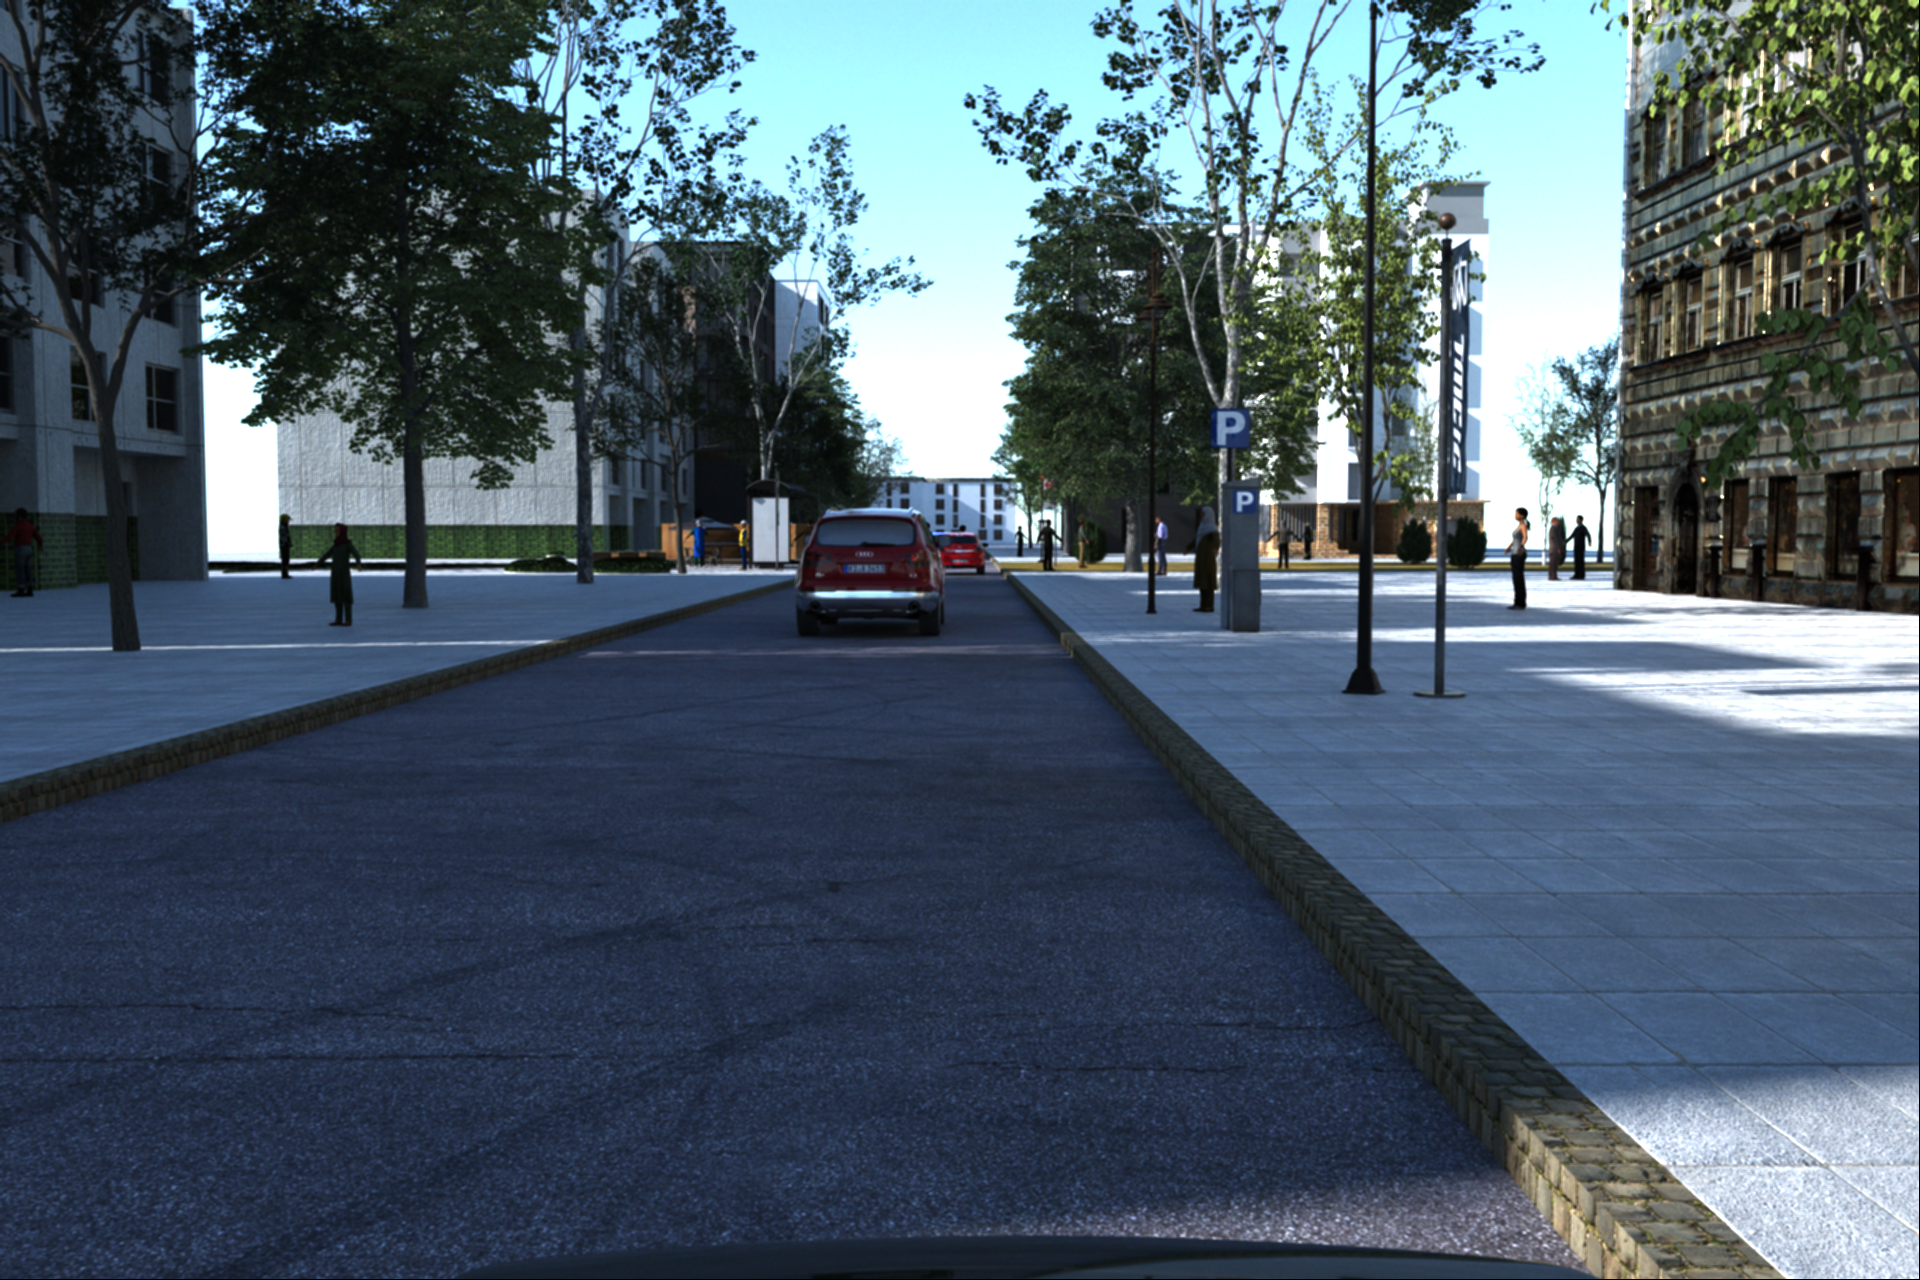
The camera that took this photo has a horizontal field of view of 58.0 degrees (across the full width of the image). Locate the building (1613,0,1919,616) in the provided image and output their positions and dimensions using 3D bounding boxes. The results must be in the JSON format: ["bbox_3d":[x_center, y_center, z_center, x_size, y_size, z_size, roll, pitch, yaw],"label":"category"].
[{"bbox_3d":[24.240,-12.178,30.040,19.493,23.208,18.063,0,4,0],"label":"building"}]

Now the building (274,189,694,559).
[{"bbox_3d":[-26.870,-14.574,104.750,16.747,18.905,31.486,0,4,0],"label":"building"}]

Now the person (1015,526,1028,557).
[{"bbox_3d":[3.388,-5.424,95.395,0.721,1.740,1.216,2,4,34],"label":"person"}]

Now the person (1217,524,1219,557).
[{"bbox_3d":[14.229,-5.468,95.340,0.705,1.837,1.347,-2,4,-23],"label":"person"}]

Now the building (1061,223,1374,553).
[{"bbox_3d":[21.424,-17.510,130.256,27.936,21.610,32.646,0,4,0],"label":"building"}]

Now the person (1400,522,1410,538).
[{"bbox_3d":[21.390,-4.716,82.879,0.705,1.858,1.354,2,4,32],"label":"person"}]

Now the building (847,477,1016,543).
[{"bbox_3d":[-5.656,-18.888,253.421,28.070,9.664,9.099,0,4,-6],"label":"building"}]

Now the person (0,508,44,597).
[{"bbox_3d":[-19.153,-1.788,35.345,0.704,1.816,1.345,1,4,13],"label":"person"}]

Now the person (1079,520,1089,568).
[{"bbox_3d":[4.669,-3.632,65.652,0.705,1.796,1.348,0,4,-6],"label":"person"}]

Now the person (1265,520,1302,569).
[{"bbox_3d":[12.061,-3.574,64.565,1.348,1.813,0.705,0,4,7],"label":"person"}]

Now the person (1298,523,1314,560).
[{"bbox_3d":[17.390,-4.950,86.704,0.705,1.856,1.354,3,5,43],"label":"person"}]

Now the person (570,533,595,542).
[{"bbox_3d":[-18.583,-4.856,85.360,1.349,1.833,0.705,1,4,15],"label":"person"}]

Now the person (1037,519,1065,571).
[{"bbox_3d":[3.108,-3.320,60.508,0.704,1.802,1.346,-3,5,-42],"label":"person"}]

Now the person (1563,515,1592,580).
[{"bbox_3d":[17.489,-2.625,48.973,0.704,1.823,1.345,-1,4,-14],"label":"person"}]

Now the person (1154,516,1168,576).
[{"bbox_3d":[6.041,-2.884,53.070,0.599,1.838,0.709,2,4,24],"label":"person"}]

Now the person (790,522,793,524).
[{"bbox_3d":[-8.174,-4.777,83.959,1.347,1.847,0.705,2,4,33],"label":"person"}]

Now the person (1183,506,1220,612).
[{"bbox_3d":[3.977,-1.329,28.508,0.721,1.736,1.217,-1,4,-17],"label":"person"}]

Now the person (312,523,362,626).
[{"bbox_3d":[-8.690,-0.916,24.192,0.989,1.438,0.599,2,4,31],"label":"person"}]

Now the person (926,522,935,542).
[{"bbox_3d":[-1.094,-2.820,54.743,0.705,1.806,1.347,-2,4,-32],"label":"person"}]

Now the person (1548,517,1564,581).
[{"bbox_3d":[16.491,-2.527,47.916,0.434,1.755,0.990,1,4,10],"label":"person"}]

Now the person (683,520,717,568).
[{"bbox_3d":[-9.959,-3.673,66.185,1.347,1.817,0.704,-2,4,-24],"label":"person"}]

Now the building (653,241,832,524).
[{"bbox_3d":[-25.354,-17.942,137.319,27.936,21.610,32.646,0,4,0],"label":"building"}]

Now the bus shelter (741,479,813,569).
[{"bbox_3d":[-6.965,-4.432,66.394,2.014,3.302,5.546,0,4,2],"label":"bus shelter"}]

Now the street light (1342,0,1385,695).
[{"bbox_3d":[3.806,-2.524,13.811,1.470,5.913,1.316,0,4,1],"label":"street light"}]

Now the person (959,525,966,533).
[{"bbox_3d":[0.164,-4.164,76.684,0.704,1.843,1.345,-1,4,-18],"label":"person"}]

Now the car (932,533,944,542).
[{"bbox_3d":[-0.825,-4.490,83.006,1.945,1.707,3.694,0,4,-1],"label":"car"}]

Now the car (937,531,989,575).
[{"bbox_3d":[-0.036,-3.240,62.010,2.155,1.783,4.494,0,4,-1],"label":"car"}]

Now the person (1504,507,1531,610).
[{"bbox_3d":[9.452,-1.389,29.515,0.721,1.737,1.217,0,4,7],"label":"person"}]

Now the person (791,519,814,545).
[{"bbox_3d":[-5.224,-3.322,60.448,1.346,1.812,0.704,0,4,3],"label":"person"}]

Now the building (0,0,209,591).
[{"bbox_3d":[-29.107,-10.112,31.787,16.747,18.905,31.486,0,4,-1],"label":"building"}]

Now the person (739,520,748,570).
[{"bbox_3d":[-7.798,-3.385,61.811,0.721,1.772,1.216,-1,4,-8],"label":"person"}]

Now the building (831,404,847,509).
[{"bbox_3d":[-24.322,-22.294,230.959,16.747,18.905,31.486,0,4,-1],"label":"building"}]

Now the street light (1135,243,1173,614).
[{"bbox_3d":[3.098,-3.368,27.847,0.468,5.910,1.993,0,4,0],"label":"street light"}]

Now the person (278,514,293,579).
[{"bbox_3d":[-19.440,-2.703,49.965,0.704,1.858,1.351,-1,4,-16],"label":"person"}]

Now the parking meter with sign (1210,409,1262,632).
[{"bbox_3d":[3.754,-1.656,23.333,0.543,3.016,1.738,0,4,0],"label":"parking meter with sign"}]

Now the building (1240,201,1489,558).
[{"bbox_3d":[22.125,-15.204,105.007,16.016,20.090,11.380,0,4,1],"label":"building"}]
